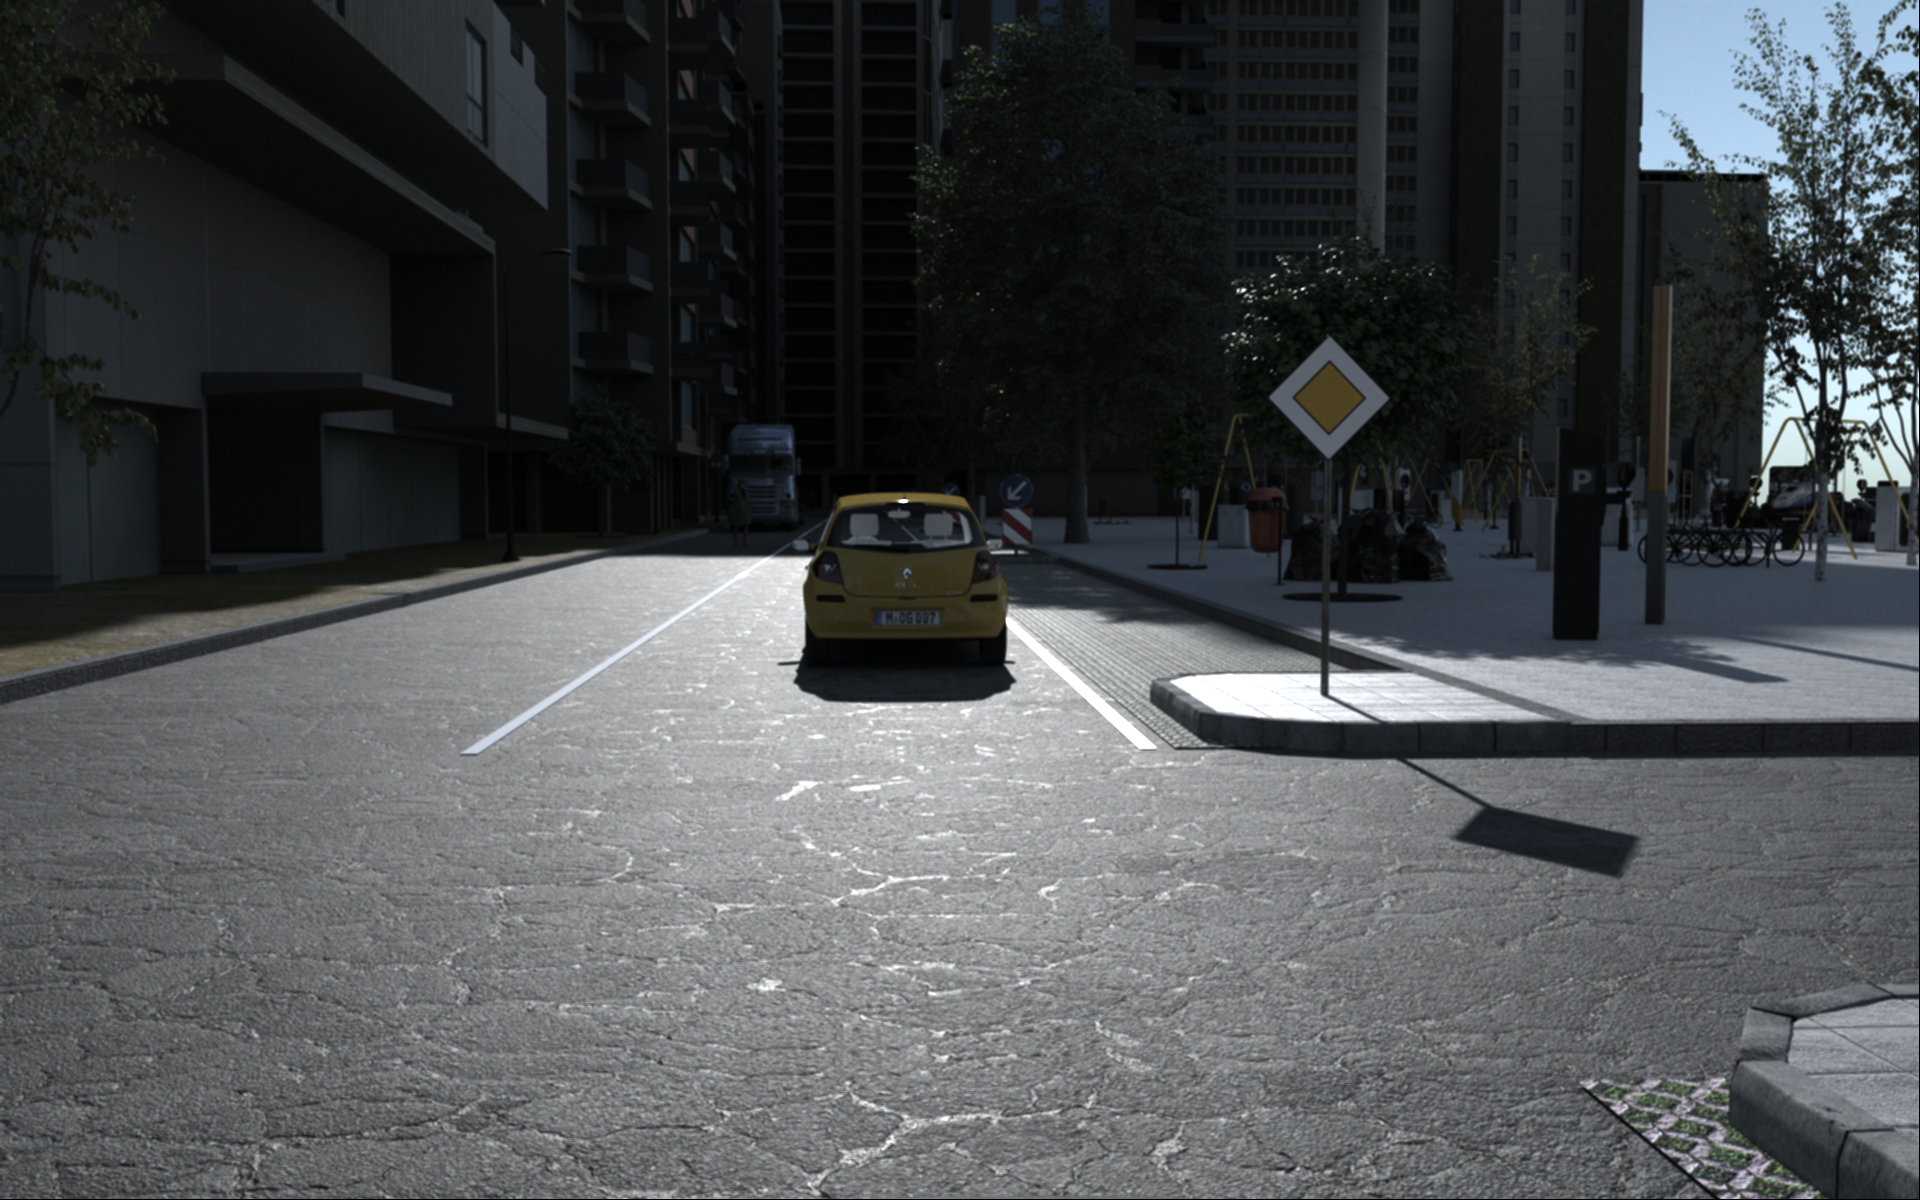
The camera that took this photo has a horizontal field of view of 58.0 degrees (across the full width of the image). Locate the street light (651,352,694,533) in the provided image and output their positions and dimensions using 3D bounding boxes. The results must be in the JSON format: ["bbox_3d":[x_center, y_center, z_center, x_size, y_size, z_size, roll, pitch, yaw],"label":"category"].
[{"bbox_3d":[-9.413,-5.151,56.766,1.470,5.913,1.316,0,4,-3],"label":"street light"}]

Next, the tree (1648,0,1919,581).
[{"bbox_3d":[12.506,-4.589,25.395,4.360,8.622,3.978,0,3,0],"label":"tree"}]

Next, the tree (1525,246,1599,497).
[{"bbox_3d":[16.648,-6.178,51.374,4.360,8.622,3.978,0,3,0],"label":"tree"}]

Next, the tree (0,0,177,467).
[{"bbox_3d":[-8.633,-3.946,14.884,4.737,8.622,4.395,0,3,0],"label":"tree"}]

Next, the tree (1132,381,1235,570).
[{"bbox_3d":[3.741,-2.145,29.665,1.663,3.219,1.824,0,3,0],"label":"tree"}]

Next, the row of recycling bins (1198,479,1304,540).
[{"bbox_3d":[8.216,-2.563,49.013,3.534,1.692,1.069,-2,4,-31],"label":"row of recycling bins"}]

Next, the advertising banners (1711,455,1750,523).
[{"bbox_3d":[34.153,-4.935,76.876,0.090,3.025,2.074,-2,4,-29],"label":"advertising banners"}]

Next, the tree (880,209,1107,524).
[{"bbox_3d":[2.210,-9.972,73.411,12.009,13.543,11.850,0,3,0],"label":"tree"}]

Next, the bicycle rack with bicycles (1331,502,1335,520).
[{"bbox_3d":[19.299,-4.416,85.578,2.852,0.926,2.925,1,4,18],"label":"bicycle rack with bicycles"}]

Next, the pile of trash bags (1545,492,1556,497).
[{"bbox_3d":[28.688,-4.284,79.798,3.447,1.369,1.912,2,4,25],"label":"pile of trash bags"}]

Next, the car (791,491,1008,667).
[{"bbox_3d":[-0.550,-0.345,15.861,2.015,1.641,3.980,0,4,-4],"label":"car"}]

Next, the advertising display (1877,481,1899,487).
[{"bbox_3d":[45.057,-4.827,84.142,0.123,1.923,0.974,-2,4,-32],"label":"advertising display"}]

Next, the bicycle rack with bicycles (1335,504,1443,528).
[{"bbox_3d":[16.250,-3.158,65.019,2.852,0.926,2.925,-2,4,-29],"label":"bicycle rack with bicycles"}]

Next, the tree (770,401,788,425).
[{"bbox_3d":[-15.270,-11.194,133.379,4.360,8.622,3.978,0,3,0],"label":"tree"}]

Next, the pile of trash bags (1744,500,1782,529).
[{"bbox_3d":[31.078,-3.344,64.432,3.447,1.369,1.912,0,4,5],"label":"pile of trash bags"}]

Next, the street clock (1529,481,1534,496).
[{"bbox_3d":[28.162,-4.971,85.840,0.358,2.002,0.471,-2,4,-35],"label":"street clock"}]

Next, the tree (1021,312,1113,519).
[{"bbox_3d":[4.350,-6.911,63.359,4.737,8.622,4.395,0,3,0],"label":"tree"}]

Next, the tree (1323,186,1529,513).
[{"bbox_3d":[10.450,-5.568,41.392,4.360,8.622,3.978,0,3,0],"label":"tree"}]

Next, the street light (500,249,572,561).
[{"bbox_3d":[-8.063,-3.698,33.000,1.470,5.913,1.316,0,4,-3],"label":"street light"}]

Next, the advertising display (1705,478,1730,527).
[{"bbox_3d":[29.478,-3.804,67.413,0.974,1.923,0.123,0,4,-7],"label":"advertising display"}]

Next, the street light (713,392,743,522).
[{"bbox_3d":[-10.609,-6.528,79.268,1.470,5.913,1.316,0,4,-3],"label":"street light"}]

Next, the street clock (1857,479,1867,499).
[{"bbox_3d":[44.628,-4.964,85.729,0.471,2.002,0.358,-2,4,-26],"label":"street clock"}]

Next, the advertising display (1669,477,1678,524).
[{"bbox_3d":[25.881,-3.580,63.753,0.974,1.923,0.123,0,4,8],"label":"advertising display"}]

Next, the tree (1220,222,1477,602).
[{"bbox_3d":[4.644,-2.284,21.056,4.285,4.588,4.351,0,3,0],"label":"tree"}]

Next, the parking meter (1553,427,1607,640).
[{"bbox_3d":[5.464,-0.585,15.270,0.399,1.863,0.255,1,4,10],"label":"parking meter"}]

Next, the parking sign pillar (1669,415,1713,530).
[{"bbox_3d":[24.848,-4.305,58.865,1.447,3.967,1.447,2,4,33],"label":"parking sign pillar"}]

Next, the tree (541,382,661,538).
[{"bbox_3d":[-10.537,-4.105,50.826,4.285,4.588,4.351,0,3,0],"label":"tree"}]

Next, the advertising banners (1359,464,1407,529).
[{"bbox_3d":[12.201,-3.305,50.227,0.090,3.025,2.074,-2,4,-29],"label":"advertising banners"}]

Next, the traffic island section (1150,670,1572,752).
[{"bbox_3d":[2.348,0.685,11.074,2.009,0.180,2.903,0,4,-3],"label":"traffic island section"}]

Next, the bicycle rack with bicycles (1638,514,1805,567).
[{"bbox_3d":[13.638,-1.092,31.231,2.925,0.926,2.852,1,4,14],"label":"bicycle rack with bicycles"}]

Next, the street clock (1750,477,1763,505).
[{"bbox_3d":[33.946,-4.241,73.903,0.471,2.002,0.358,-1,4,-12],"label":"street clock"}]

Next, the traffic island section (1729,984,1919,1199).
[{"bbox_3d":[2.780,1.173,3.101,2.009,0.180,2.903,0,4,-3],"label":"traffic island section"}]

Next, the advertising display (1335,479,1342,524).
[{"bbox_3d":[16.434,-4.232,74.406,0.123,1.923,0.974,3,5,43],"label":"advertising display"}]

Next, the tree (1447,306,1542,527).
[{"bbox_3d":[20.517,-7.134,67.009,4.737,8.622,4.395,0,3,0],"label":"tree"}]

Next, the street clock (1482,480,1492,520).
[{"bbox_3d":[26.432,-5.035,86.884,0.358,2.002,0.471,-1,4,-18],"label":"street clock"}]

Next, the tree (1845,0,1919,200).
[{"bbox_3d":[10.568,-3.993,15.641,4.737,8.622,4.395,0,3,0],"label":"tree"}]

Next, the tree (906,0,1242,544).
[{"bbox_3d":[3.075,-8.443,44.693,9.857,13.997,8.962,0,3,0],"label":"tree"}]

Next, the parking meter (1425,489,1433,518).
[{"bbox_3d":[23.359,-4.760,86.230,0.372,1.533,0.369,0,3,0],"label":"parking meter"}]

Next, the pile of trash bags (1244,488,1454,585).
[{"bbox_3d":[5.532,-0.960,25.442,3.447,1.369,1.912,-2,4,-35],"label":"pile of trash bags"}]

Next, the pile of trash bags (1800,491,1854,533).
[{"bbox_3d":[28.714,-2.932,57.693,1.912,1.369,3.447,2,4,30],"label":"pile of trash bags"}]

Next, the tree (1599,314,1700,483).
[{"bbox_3d":[28.787,-7.417,71.636,4.737,8.622,4.395,0,3,0],"label":"tree"}]

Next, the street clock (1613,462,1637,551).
[{"bbox_3d":[15.078,-2.126,39.326,0.471,2.002,0.358,2,4,30],"label":"street clock"}]

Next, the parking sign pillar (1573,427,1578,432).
[{"bbox_3d":[24.922,-4.999,70.200,1.447,3.967,1.447,0,4,7],"label":"parking sign pillar"}]

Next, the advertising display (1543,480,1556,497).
[{"bbox_3d":[28.104,-4.700,82.060,0.974,1.923,0.123,0,4,3],"label":"advertising display"}]

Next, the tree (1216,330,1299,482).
[{"bbox_3d":[12.802,-7.565,74.049,4.737,8.622,4.395,0,3,0],"label":"tree"}]

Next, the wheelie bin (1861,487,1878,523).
[{"bbox_3d":[40.850,-4.259,77.537,0.980,1.594,0.693,3,5,39],"label":"wheelie bin"}]

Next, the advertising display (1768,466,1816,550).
[{"bbox_3d":[19.176,-2.124,39.937,0.974,1.923,0.123,3,5,40],"label":"advertising display"}]

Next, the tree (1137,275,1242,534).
[{"bbox_3d":[7.379,-6.443,55.713,4.360,8.622,3.978,0,3,0],"label":"tree"}]

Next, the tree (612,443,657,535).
[{"bbox_3d":[-10.098,-3.694,54.994,1.663,3.219,1.824,0,3,0],"label":"tree"}]

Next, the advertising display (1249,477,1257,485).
[{"bbox_3d":[10.911,-3.628,64.527,0.123,1.923,0.974,1,4,19],"label":"advertising display"}]

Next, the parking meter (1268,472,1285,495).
[{"bbox_3d":[8.301,-2.433,45.491,0.399,1.863,0.255,2,4,34],"label":"parking meter"}]

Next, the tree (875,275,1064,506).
[{"bbox_3d":[0.428,-10.412,87.247,9.611,12.733,9.660,0,3,0],"label":"tree"}]
